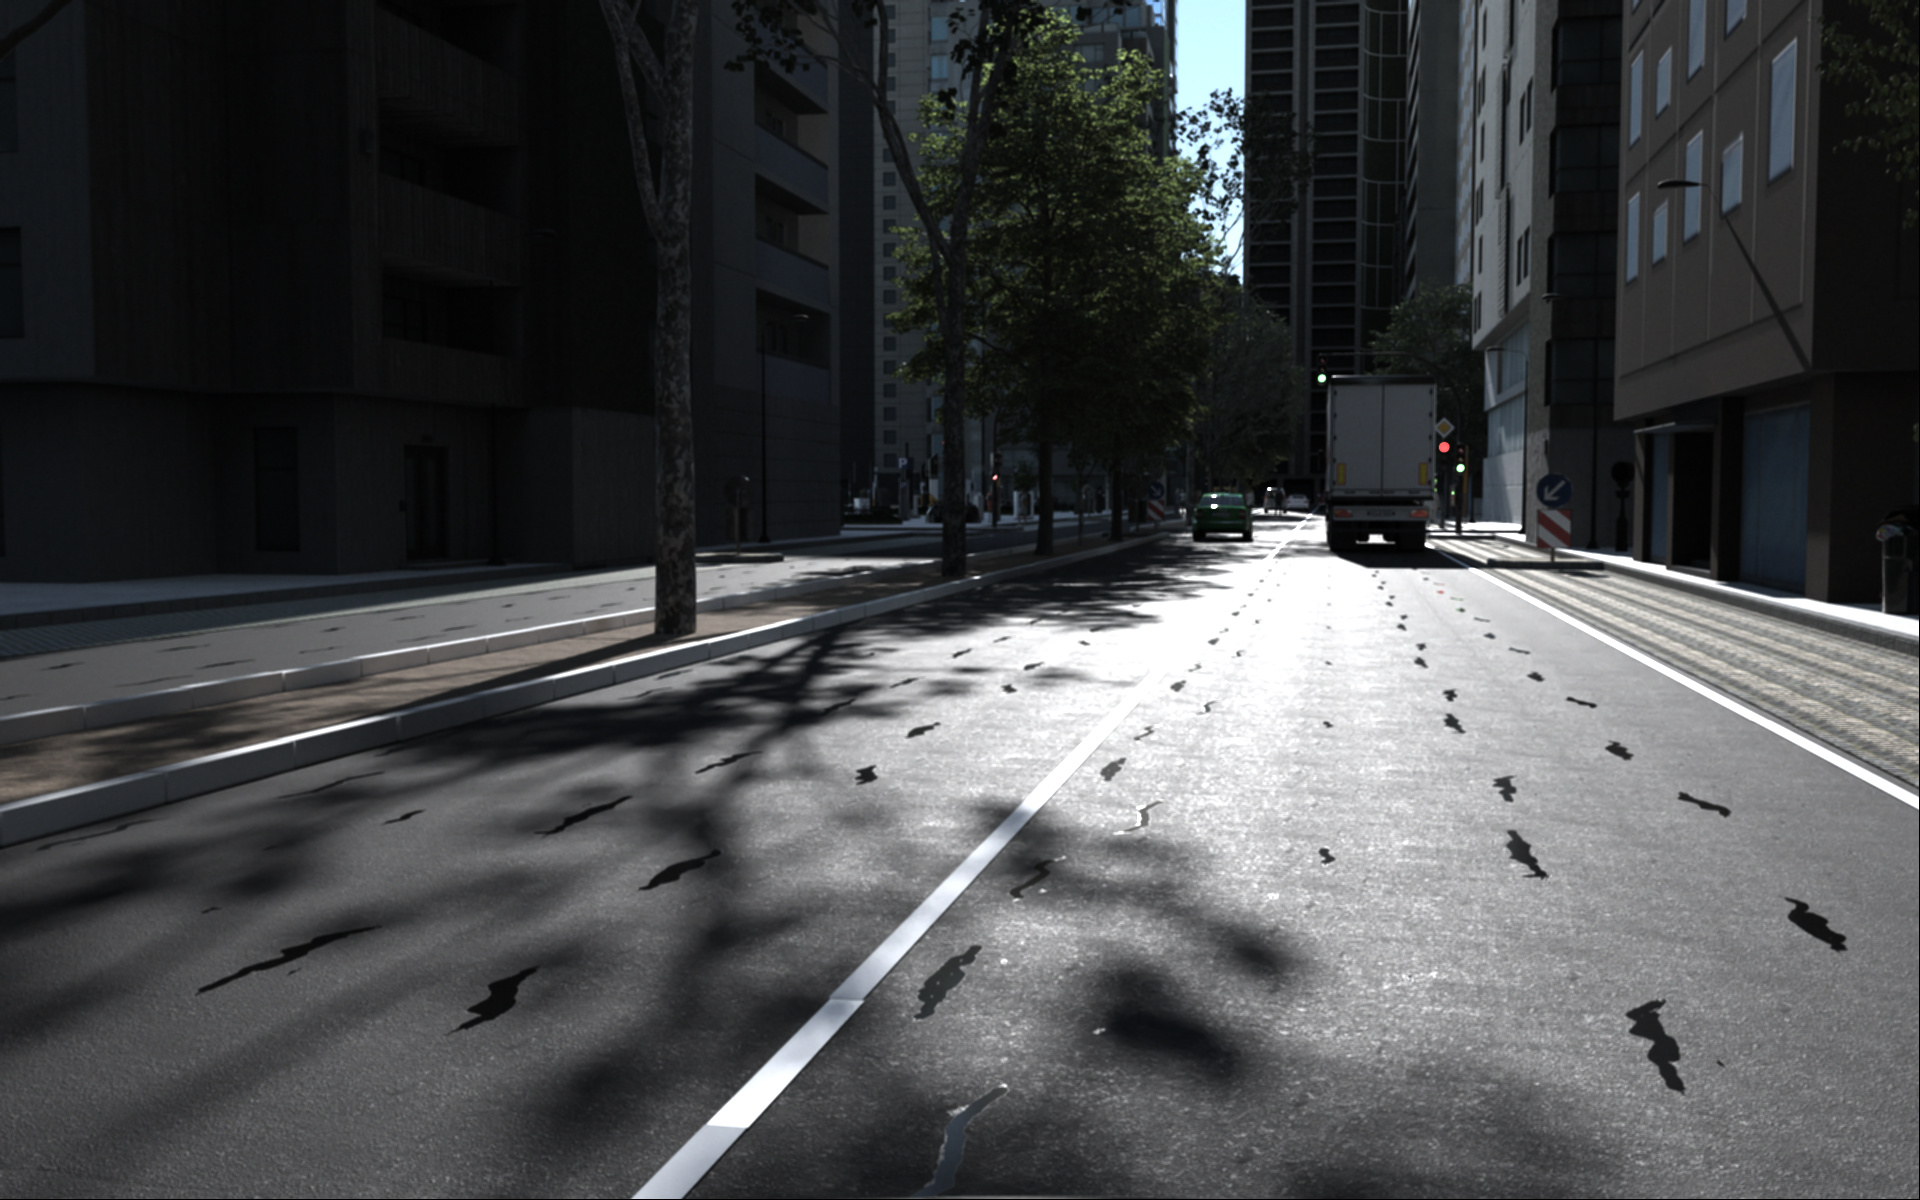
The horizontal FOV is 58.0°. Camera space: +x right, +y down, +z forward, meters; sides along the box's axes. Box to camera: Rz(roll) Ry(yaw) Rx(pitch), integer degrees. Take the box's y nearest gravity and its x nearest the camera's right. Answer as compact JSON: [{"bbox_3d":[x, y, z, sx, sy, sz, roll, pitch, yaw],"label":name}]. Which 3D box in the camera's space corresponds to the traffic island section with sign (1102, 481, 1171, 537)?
[{"bbox_3d":[5.862,-3.039,57.827,2.006,1.907,1.989,1,4,12],"label":"traffic island section with sign"}]

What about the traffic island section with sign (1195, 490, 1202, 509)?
[{"bbox_3d":[22.921,-9.636,166.170,1.989,1.847,2.006,1,4,12],"label":"traffic island section with sign"}]

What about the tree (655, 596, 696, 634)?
[{"bbox_3d":[-3.925,-9.779,18.234,12.611,20.169,13.585,0,3,0],"label":"tree"}]

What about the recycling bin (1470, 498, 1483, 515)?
[{"bbox_3d":[31.770,-5.736,106.337,0.722,1.027,0.722,0,4,6],"label":"recycling bin"}]

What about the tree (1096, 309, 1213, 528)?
[{"bbox_3d":[7.581,-6.924,66.022,4.360,8.622,3.978,0,3,0],"label":"tree"}]

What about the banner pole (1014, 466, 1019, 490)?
[{"bbox_3d":[4.636,-8.988,136.968,0.863,3.779,0.401,0,4,-5],"label":"banner pole"}]

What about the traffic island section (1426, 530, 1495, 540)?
[{"bbox_3d":[15.964,-2.027,55.429,2.009,0.180,2.903,1,4,12],"label":"traffic island section"}]

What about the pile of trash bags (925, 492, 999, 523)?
[{"bbox_3d":[0.266,-4.098,76.760,3.447,1.369,1.912,-2,4,-32],"label":"pile of trash bags"}]

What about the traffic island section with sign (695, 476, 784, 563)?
[{"bbox_3d":[-4.809,-1.705,36.505,1.989,1.847,2.006,1,4,12],"label":"traffic island section with sign"}]

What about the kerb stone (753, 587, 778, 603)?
[{"bbox_3d":[-2.673,-0.051,23.022,0.120,0.150,1.000,1,4,12],"label":"kerb stone"}]

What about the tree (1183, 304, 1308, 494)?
[{"bbox_3d":[18.683,-12.635,115.691,9.857,13.997,8.962,0,3,0],"label":"tree"}]

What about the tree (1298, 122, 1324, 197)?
[{"bbox_3d":[9.055,-13.330,76.292,12.611,20.169,13.585,0,3,0],"label":"tree"}]

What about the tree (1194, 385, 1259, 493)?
[{"bbox_3d":[16.962,-9.501,108.154,4.737,8.622,4.395,0,3,0],"label":"tree"}]

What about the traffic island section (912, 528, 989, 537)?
[{"bbox_3d":[-0.359,-2.240,58.912,2.009,0.180,2.903,1,4,12],"label":"traffic island section"}]

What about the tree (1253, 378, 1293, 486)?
[{"bbox_3d":[20.283,-12.462,124.345,7.486,12.596,7.792,0,3,0],"label":"tree"}]

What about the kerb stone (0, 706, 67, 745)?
[{"bbox_3d":[-5.455,0.747,9.982,0.120,0.150,1.000,1,4,12],"label":"kerb stone"}]

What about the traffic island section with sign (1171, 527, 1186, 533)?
[{"bbox_3d":[7.420,-3.482,65.069,2.006,1.907,1.989,1,4,12],"label":"traffic island section with sign"}]

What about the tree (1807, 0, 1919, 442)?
[{"bbox_3d":[9.763,-3.927,14.563,4.737,8.622,4.395,0,3,0],"label":"tree"}]

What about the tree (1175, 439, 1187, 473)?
[{"bbox_3d":[25.077,-14.503,187.485,4.737,8.622,4.395,0,3,0],"label":"tree"}]

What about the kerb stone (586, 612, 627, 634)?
[{"bbox_3d":[-3.746,0.256,18.008,0.120,0.150,1.000,1,4,12],"label":"kerb stone"}]

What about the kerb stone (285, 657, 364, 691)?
[{"bbox_3d":[-4.817,0.570,12.982,0.120,0.150,1.000,1,4,12],"label":"kerb stone"}]

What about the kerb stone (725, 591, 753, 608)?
[{"bbox_3d":[-2.883,0.011,22.009,0.120,0.150,1.000,1,4,12],"label":"kerb stone"}]

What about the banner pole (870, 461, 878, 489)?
[{"bbox_3d":[-6.632,-8.729,132.737,0.863,3.779,0.401,1,4,13],"label":"banner pole"}]

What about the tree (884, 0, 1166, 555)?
[{"bbox_3d":[1.969,-7.337,40.541,7.486,12.596,7.792,0,3,0],"label":"tree"}]

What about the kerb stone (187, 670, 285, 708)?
[{"bbox_3d":[-5.037,0.625,11.983,0.120,0.150,1.000,1,4,12],"label":"kerb stone"}]

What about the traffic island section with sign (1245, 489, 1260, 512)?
[{"bbox_3d":[23.124,-7.977,138.554,2.006,1.907,1.989,1,4,12],"label":"traffic island section with sign"}]

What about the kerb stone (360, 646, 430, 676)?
[{"bbox_3d":[-4.608,0.502,13.982,0.120,0.150,1.000,1,4,12],"label":"kerb stone"}]

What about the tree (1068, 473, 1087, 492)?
[{"bbox_3d":[9.698,-8.928,140.574,1.663,3.219,1.824,0,3,0],"label":"tree"}]

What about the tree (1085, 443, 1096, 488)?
[{"bbox_3d":[10.339,-10.615,123.911,4.360,8.622,3.978,0,3,0],"label":"tree"}]

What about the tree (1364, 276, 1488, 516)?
[{"bbox_3d":[28.066,-11.772,99.121,9.857,13.997,8.962,0,3,0],"label":"tree"}]

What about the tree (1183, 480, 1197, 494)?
[{"bbox_3d":[25.437,-12.156,193.350,1.663,3.219,1.824,0,3,0],"label":"tree"}]

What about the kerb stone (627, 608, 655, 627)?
[{"bbox_3d":[-3.536,0.195,19.012,0.120,0.150,1.000,1,4,12],"label":"kerb stone"}]

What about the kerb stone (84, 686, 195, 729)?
[{"bbox_3d":[-5.242,0.692,10.982,0.120,0.150,1.000,1,4,12],"label":"kerb stone"}]

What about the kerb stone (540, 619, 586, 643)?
[{"bbox_3d":[-3.962,0.318,16.997,0.120,0.150,1.000,1,4,12],"label":"kerb stone"}]

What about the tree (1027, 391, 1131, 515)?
[{"bbox_3d":[7.568,-10.591,107.582,7.601,10.594,8.767,1,4,9],"label":"tree"}]

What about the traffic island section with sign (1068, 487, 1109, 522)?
[{"bbox_3d":[6.789,-5.021,90.722,1.989,1.847,2.006,1,4,12],"label":"traffic island section with sign"}]

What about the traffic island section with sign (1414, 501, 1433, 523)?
[{"bbox_3d":[22.851,-4.826,87.535,1.989,1.847,2.006,1,4,12],"label":"traffic island section with sign"}]

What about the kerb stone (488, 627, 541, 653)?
[{"bbox_3d":[-4.171,0.382,15.993,0.120,0.150,1.000,1,4,12],"label":"kerb stone"}]

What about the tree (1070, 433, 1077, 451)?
[{"bbox_3d":[12.600,-13.583,132.452,12.009,13.543,11.850,0,3,0],"label":"tree"}]

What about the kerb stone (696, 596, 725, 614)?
[{"bbox_3d":[-3.106,0.072,21.012,0.120,0.150,1.000,1,4,12],"label":"kerb stone"}]

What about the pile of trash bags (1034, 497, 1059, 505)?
[{"bbox_3d":[6.642,-7.549,133.179,1.912,1.369,3.447,0,4,-4],"label":"pile of trash bags"}]

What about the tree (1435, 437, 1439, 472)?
[{"bbox_3d":[35.209,-11.063,131.242,4.360,8.622,3.978,0,3,0],"label":"tree"}]

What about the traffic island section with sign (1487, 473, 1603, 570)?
[{"bbox_3d":[11.312,-1.527,33.595,1.989,1.847,2.006,1,4,12],"label":"traffic island section with sign"}]

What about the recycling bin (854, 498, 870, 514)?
[{"bbox_3d":[-5.902,-5.595,104.037,0.722,1.027,0.722,-2,4,-33],"label":"recycling bin"}]

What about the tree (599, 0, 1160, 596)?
[{"bbox_3d":[-1.115,-10.536,30.608,12.611,20.169,13.585,0,3,0],"label":"tree"}]

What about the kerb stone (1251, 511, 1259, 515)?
[{"bbox_3d":[21.360,-6.308,125.358,0.120,0.150,1.000,1,4,12],"label":"kerb stone"}]

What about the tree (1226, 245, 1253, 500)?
[{"bbox_3d":[4.713,-8.077,52.635,7.486,12.596,7.792,0,3,0],"label":"tree"}]

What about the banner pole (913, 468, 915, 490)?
[{"bbox_3d":[-4.118,-9.411,143.881,0.863,3.779,0.401,1,4,14],"label":"banner pole"}]

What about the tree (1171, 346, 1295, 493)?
[{"bbox_3d":[15.523,-10.100,102.003,8.767,10.594,7.601,1,4,12],"label":"tree"}]

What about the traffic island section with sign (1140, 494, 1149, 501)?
[{"bbox_3d":[12.574,-6.675,117.768,1.989,1.847,2.006,1,4,12],"label":"traffic island section with sign"}]

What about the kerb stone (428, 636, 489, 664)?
[{"bbox_3d":[-4.393,0.444,14.983,0.120,0.150,1.000,1,4,12],"label":"kerb stone"}]

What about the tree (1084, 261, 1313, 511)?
[{"bbox_3d":[13.029,-10.803,89.460,12.009,13.543,11.850,0,3,0],"label":"tree"}]

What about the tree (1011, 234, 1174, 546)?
[{"bbox_3d":[3.286,-5.743,46.720,4.737,8.622,4.395,0,3,0],"label":"tree"}]

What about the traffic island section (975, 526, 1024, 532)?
[{"bbox_3d":[1.311,-2.718,66.721,2.009,0.180,2.903,1,4,12],"label":"traffic island section"}]

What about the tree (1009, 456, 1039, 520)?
[{"bbox_3d":[3.107,-5.649,86.967,1.663,3.219,1.824,0,3,0],"label":"tree"}]
